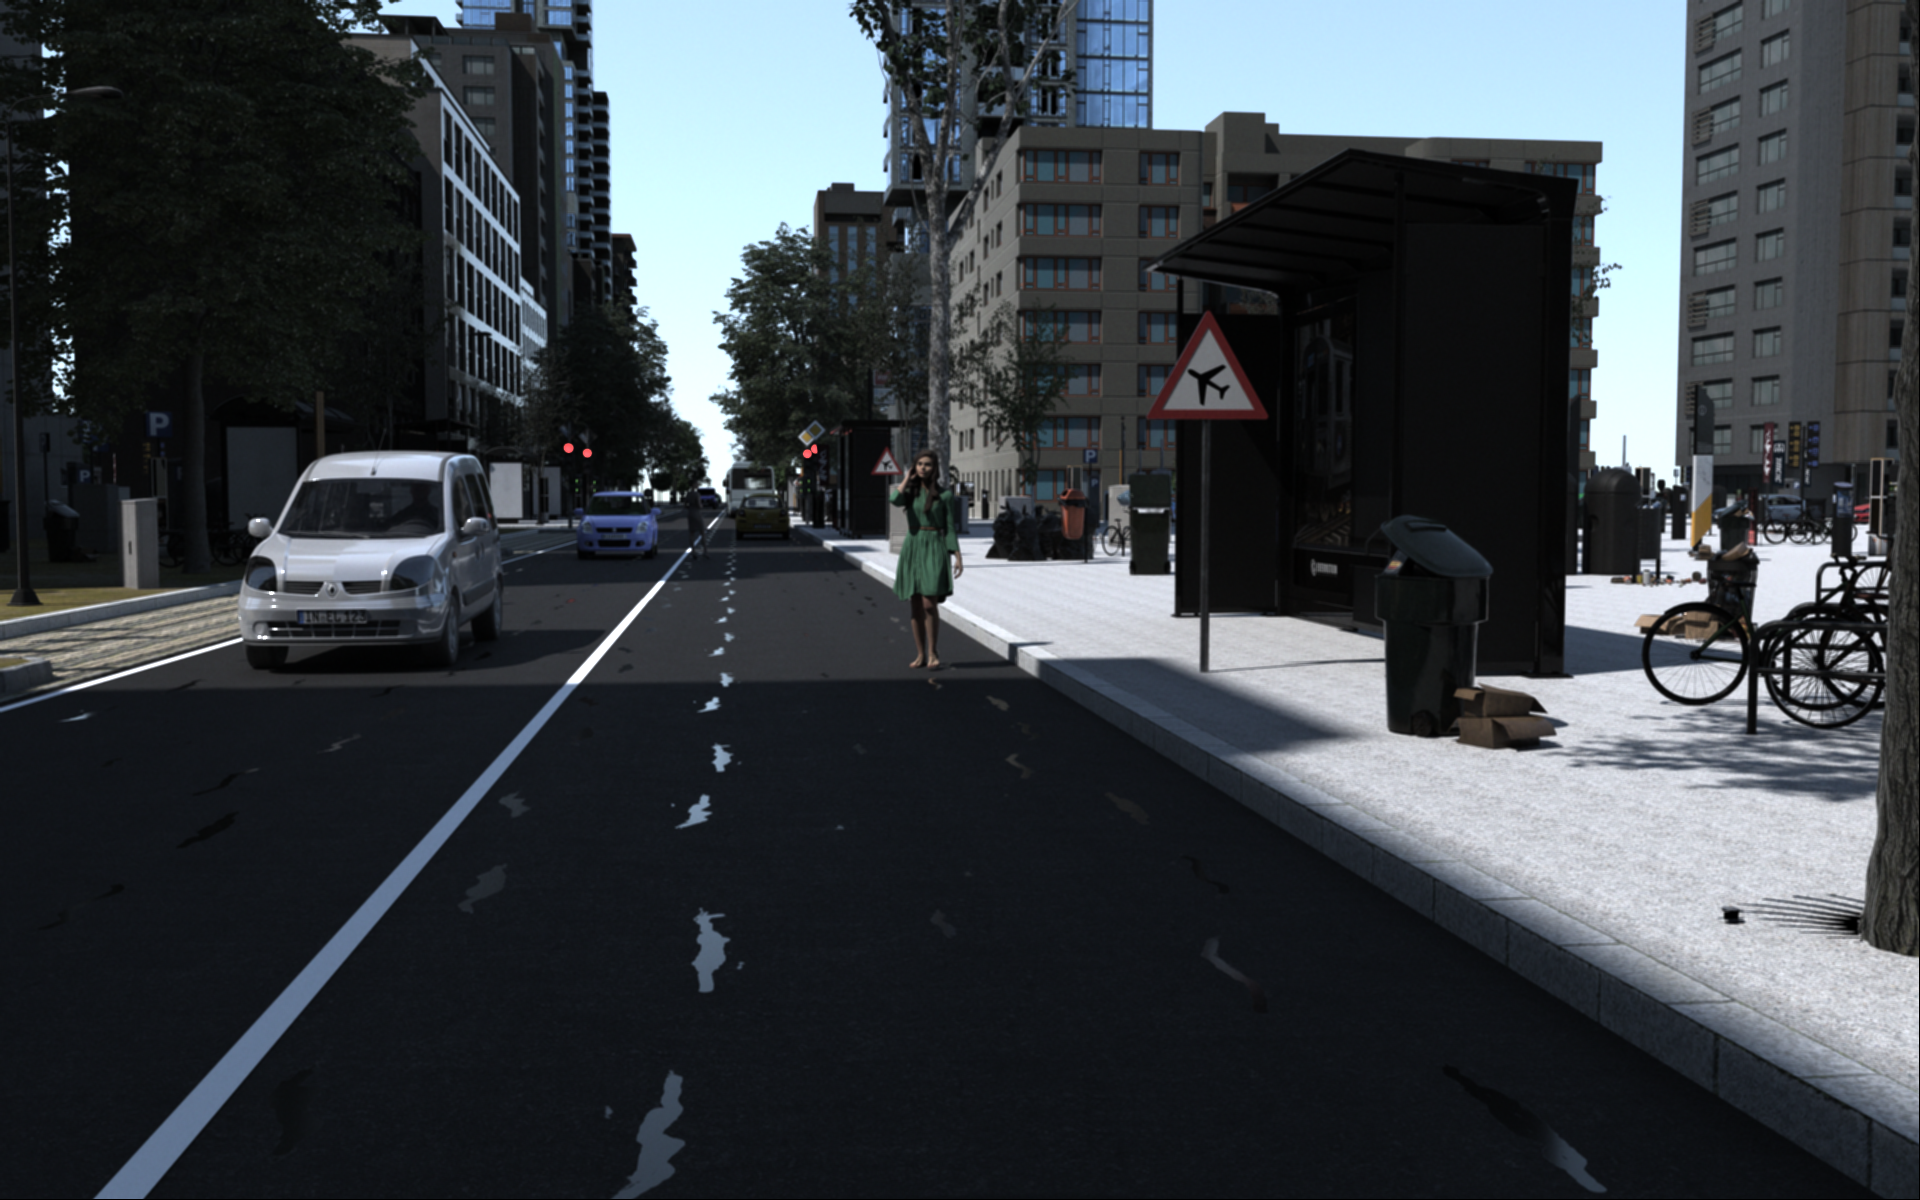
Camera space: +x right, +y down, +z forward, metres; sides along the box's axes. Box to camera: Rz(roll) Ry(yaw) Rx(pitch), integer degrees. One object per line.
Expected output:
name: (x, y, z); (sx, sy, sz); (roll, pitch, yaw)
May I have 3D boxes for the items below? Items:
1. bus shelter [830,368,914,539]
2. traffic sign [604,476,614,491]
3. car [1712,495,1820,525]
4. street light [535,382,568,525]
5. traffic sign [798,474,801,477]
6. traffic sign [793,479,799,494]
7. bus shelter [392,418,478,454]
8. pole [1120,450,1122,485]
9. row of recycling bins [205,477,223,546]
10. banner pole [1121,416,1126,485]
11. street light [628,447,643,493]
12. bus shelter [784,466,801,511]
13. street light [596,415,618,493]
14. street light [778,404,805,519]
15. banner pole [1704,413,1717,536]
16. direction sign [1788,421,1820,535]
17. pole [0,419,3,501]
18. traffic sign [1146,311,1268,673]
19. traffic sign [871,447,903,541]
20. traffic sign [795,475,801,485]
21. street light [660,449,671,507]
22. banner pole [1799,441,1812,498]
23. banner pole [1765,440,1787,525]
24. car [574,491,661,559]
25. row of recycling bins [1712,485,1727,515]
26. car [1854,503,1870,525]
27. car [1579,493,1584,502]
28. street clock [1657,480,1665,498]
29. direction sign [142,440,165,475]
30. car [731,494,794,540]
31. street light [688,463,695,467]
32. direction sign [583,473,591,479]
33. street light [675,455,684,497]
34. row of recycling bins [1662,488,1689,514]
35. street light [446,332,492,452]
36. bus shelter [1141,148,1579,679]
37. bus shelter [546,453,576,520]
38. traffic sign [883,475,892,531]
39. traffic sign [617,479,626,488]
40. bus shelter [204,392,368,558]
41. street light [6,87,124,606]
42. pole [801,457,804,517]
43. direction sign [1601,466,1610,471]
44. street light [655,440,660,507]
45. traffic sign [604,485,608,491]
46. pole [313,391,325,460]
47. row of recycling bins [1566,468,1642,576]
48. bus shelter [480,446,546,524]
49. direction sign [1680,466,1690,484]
bus shelter: (-2.820, -4.615, 53.087); (2.179, 5.291, 8.768); (0, 4, -7)
traffic sign: (-24.357, -7.337, 120.063); (0.768, 2.556, 0.104); (0, 4, -4)
car: (34.580, -3.812, 74.322); (4.499, 1.417, 2.014); (0, 4, -8)
street light: (-16.924, -6.075, 71.873); (1.470, 5.913, 1.316); (0, 4, -7)
traffic sign: (-9.317, -6.332, 103.633); (0.768, 2.556, 0.104); (0, 4, 1)
traffic sign: (-10.768, -7.005, 115.714); (0.795, 2.450, 0.064); (0, 4, -5)
bus shelter: (-17.066, -3.997, 56.632); (1.731, 3.624, 6.357); (0, 4, -7)
pole: (7.494, -5.270, 80.014); (0.158, 3.312, 0.155); (0, 3, 0)
row of recycling bins: (-17.926, -2.219, 43.394); (1.069, 1.692, 3.534); (0, 4, -4)
banner pole: (5.279, -4.031, 55.919); (0.401, 3.779, 0.863); (1, 4, 12)
street light: (-24.604, -9.720, 131.458); (1.470, 5.913, 1.316); (0, 4, -7)
bus shelter: (-11.980, -8.237, 128.604); (2.014, 3.302, 5.546); (0, 4, -7)
street light: (-20.766, -7.898, 101.665); (1.470, 5.913, 1.316); (0, 4, -7)
street light: (-8.433, -7.064, 88.037); (1.470, 5.913, 1.316); (0, 4, -7)
banner pole: (23.120, -3.891, 53.628); (0.401, 3.779, 0.863); (-1, 4, -15)
direction sign: (26.299, -3.795, 54.045); (0.876, 3.537, 0.379); (3, 4, 37)
pole: (-25.137, -3.146, 45.283); (0.158, 3.312, 0.155); (0, 3, 0)
traffic sign: (1.759, -0.758, 12.395); (0.884, 2.594, 0.081); (0, 4, -6)
traffic sign: (-2.002, -2.902, 47.450); (0.884, 2.594, 0.081); (0, 4, -3)
traffic sign: (-9.076, -6.119, 100.056); (0.884, 2.594, 0.081); (0, 4, -3)
street light: (-30.487, -12.585, 178.311); (1.470, 5.913, 1.316); (0, 4, -7)
banner pole: (39.612, -5.579, 81.230); (0.401, 3.779, 0.863); (-1, 4, -18)
banner pole: (33.389, -4.955, 71.034); (0.863, 3.779, 0.401); (2, 4, 24)
car: (-7.790, -1.830, 39.506); (1.945, 1.707, 3.694); (-1, 4, -8)
row of recycling bins: (34.900, -4.466, 80.134); (1.069, 1.692, 3.534); (2, 4, 29)
car: (40.803, -4.048, 75.227); (4.494, 1.783, 2.155); (0, 4, -7)
car: (27.059, -3.953, 73.424); (4.718, 1.807, 1.959); (-1, 4, -9)
street clock: (34.962, -5.004, 86.390); (0.358, 2.002, 0.471); (0, 4, 1)
direction sign: (-33.852, -4.942, 72.797); (0.876, 3.537, 0.379); (-1, 4, -22)
car: (-6.348, -2.782, 55.705); (2.015, 1.641, 3.980); (0, 4, -6)
street light: (-40.982, -17.587, 260.087); (1.470, 5.913, 1.316); (0, 4, -7)
direction sign: (-19.851, -6.131, 92.237); (0.379, 3.537, 0.876); (-3, 4, -36)
street light: (-34.288, -14.408, 208.109); (1.470, 5.913, 1.316); (0, 4, -7)
row of recycling bins: (46.579, -6.352, 110.970); (1.069, 1.692, 3.534); (-3, 5, -40)
street light: (-14.095, -4.716, 49.650); (1.470, 5.913, 1.316); (0, 4, -7)
bus shelter: (3.109, -1.451, 15.003); (1.731, 3.624, 6.357); (0, 4, -7)
bus shelter: (-20.718, -5.739, 87.759); (2.014, 3.302, 5.546); (0, 4, -7)
traffic sign: (-2.599, -3.603, 59.012); (0.768, 2.556, 0.104); (0, 4, -4)
traffic sign: (-23.085, -7.092, 118.089); (0.606, 2.300, 0.079); (0, 4, 2)
bus shelter: (-14.320, -2.645, 37.177); (2.014, 3.302, 5.546); (0, 4, -7)
street light: (-10.248, -2.894, 19.858); (1.470, 5.913, 1.316); (0, 4, -7)
pole: (-8.640, -6.196, 95.154); (0.158, 3.312, 0.155); (0, 3, 0)
direction sign: (52.157, -9.056, 140.067); (0.876, 3.537, 0.379); (-1, 4, -18)
street light: (-26.608, -10.720, 147.817); (1.470, 5.913, 1.316); (0, 4, -7)
traffic sign: (-25.000, -7.517, 123.015); (0.768, 2.556, 0.104); (0, 4, 2)
pole: (-12.732, -2.485, 34.468); (0.158, 3.312, 0.155); (0, 3, 0)
row of recycling bins: (9.068, -1.266, 27.806); (3.534, 1.692, 1.069); (1, 4, 10)
bus shelter: (-19.729, -5.043, 76.369); (2.014, 3.302, 5.546); (0, 4, -7)
direction sign: (54.631, -8.475, 130.564); (0.876, 3.537, 0.379); (-1, 4, -22)
